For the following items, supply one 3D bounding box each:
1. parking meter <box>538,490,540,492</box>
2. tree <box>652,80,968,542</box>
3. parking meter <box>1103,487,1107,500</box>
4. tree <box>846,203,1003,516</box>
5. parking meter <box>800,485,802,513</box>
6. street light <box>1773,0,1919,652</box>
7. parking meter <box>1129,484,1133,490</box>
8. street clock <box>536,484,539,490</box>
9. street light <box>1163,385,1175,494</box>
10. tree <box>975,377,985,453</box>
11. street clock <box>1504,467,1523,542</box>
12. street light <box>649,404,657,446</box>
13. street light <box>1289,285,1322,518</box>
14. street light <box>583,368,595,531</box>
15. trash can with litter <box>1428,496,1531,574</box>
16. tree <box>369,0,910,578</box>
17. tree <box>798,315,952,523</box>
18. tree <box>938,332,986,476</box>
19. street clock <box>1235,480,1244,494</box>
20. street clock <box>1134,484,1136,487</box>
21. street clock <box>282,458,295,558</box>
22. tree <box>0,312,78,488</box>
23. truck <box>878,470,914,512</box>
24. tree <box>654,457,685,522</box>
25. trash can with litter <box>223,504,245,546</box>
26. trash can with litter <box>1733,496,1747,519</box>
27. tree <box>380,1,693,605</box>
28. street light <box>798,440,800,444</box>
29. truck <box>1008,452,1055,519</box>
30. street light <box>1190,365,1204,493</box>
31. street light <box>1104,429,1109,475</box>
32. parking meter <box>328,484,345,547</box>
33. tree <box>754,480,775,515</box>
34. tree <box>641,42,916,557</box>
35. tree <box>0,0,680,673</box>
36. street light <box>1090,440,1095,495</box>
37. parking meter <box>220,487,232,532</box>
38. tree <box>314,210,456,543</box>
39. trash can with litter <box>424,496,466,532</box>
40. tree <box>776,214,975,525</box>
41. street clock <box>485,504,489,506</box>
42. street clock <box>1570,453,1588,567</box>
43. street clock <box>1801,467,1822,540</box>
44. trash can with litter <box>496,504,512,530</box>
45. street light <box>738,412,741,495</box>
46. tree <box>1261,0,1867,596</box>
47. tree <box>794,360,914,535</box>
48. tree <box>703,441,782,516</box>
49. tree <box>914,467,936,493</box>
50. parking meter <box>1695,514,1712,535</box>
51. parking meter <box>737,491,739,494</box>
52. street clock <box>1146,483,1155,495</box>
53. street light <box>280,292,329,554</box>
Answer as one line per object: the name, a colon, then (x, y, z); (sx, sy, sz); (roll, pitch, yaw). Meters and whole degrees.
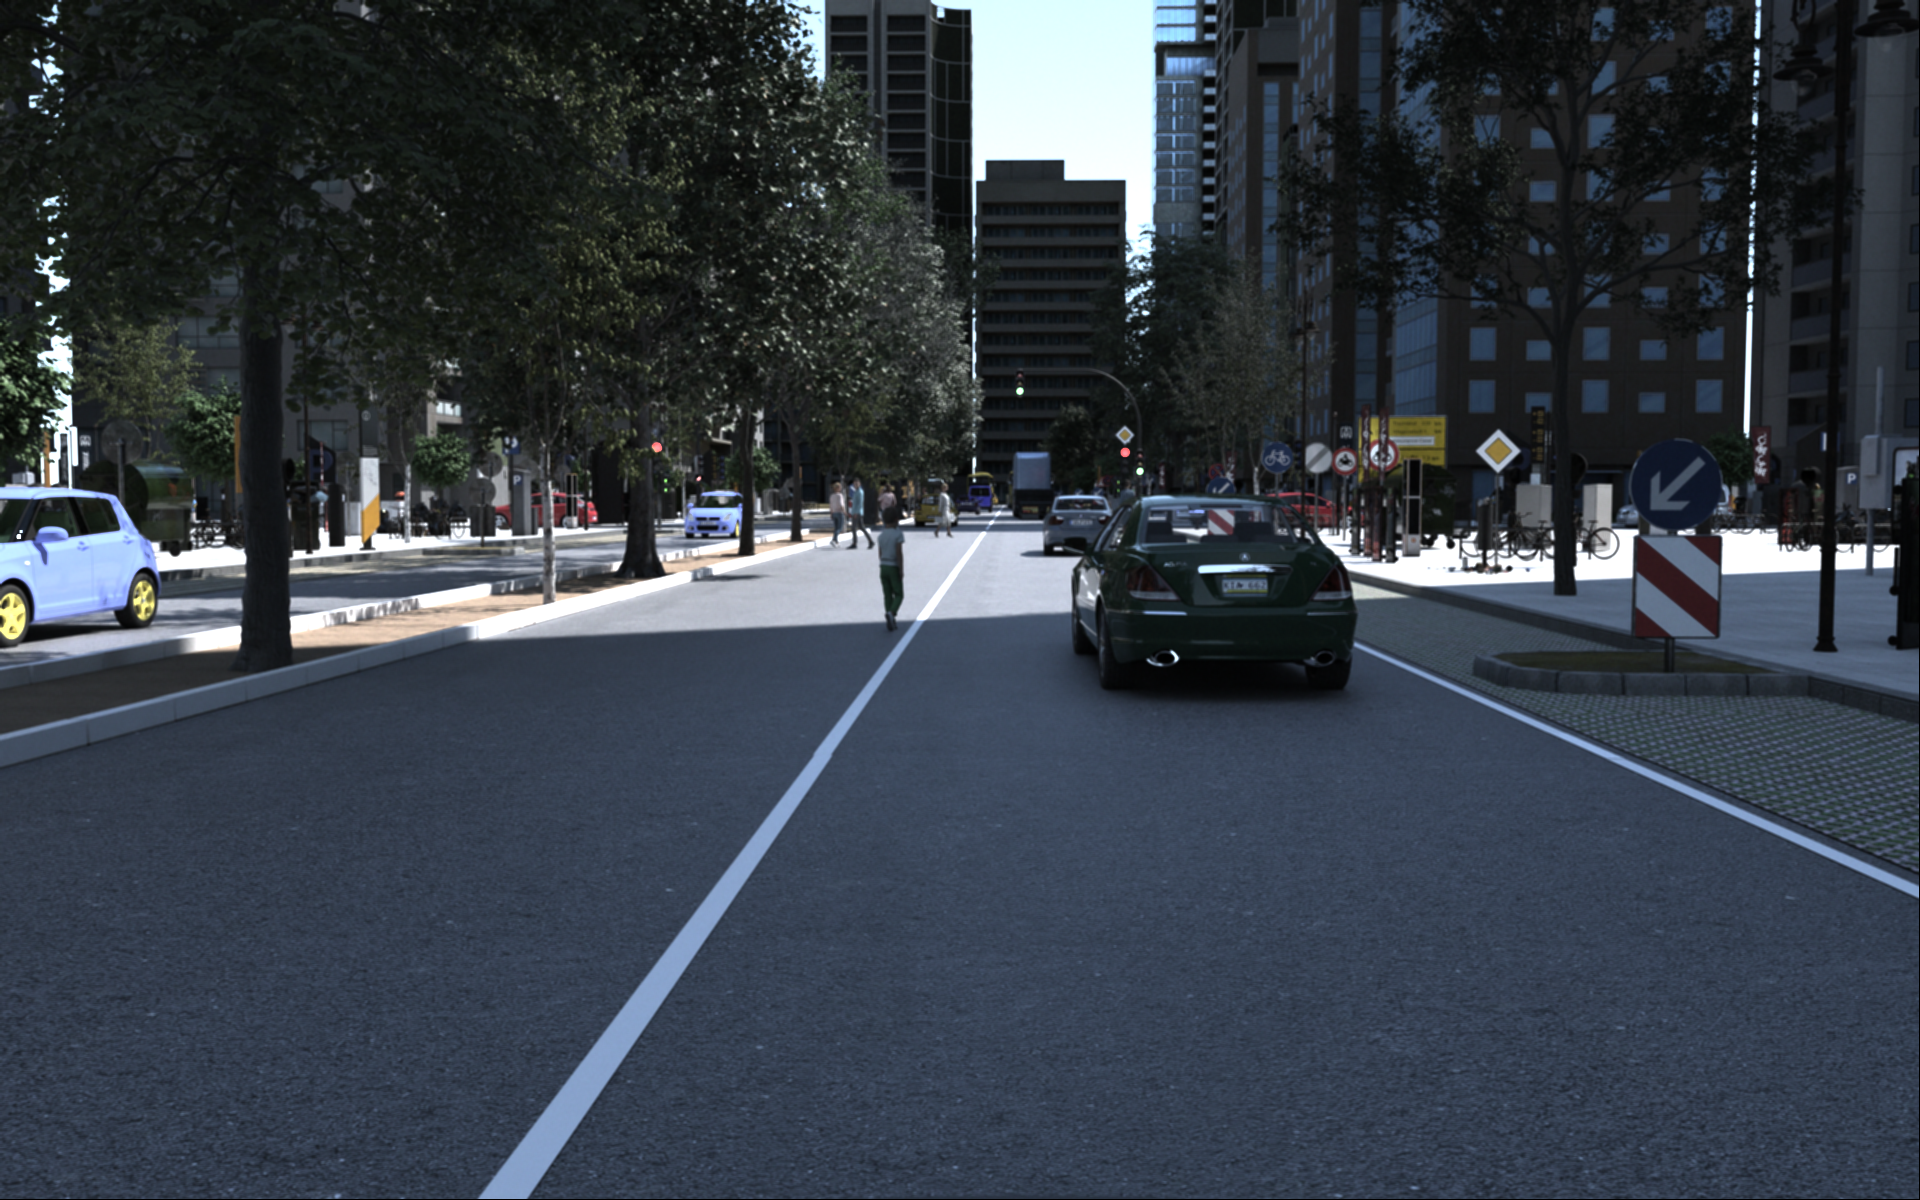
parking meter: (-23.568, -5.389, 96.519); (0.372, 1.533, 0.369); (0, 3, 0)
tree: (-4.850, -8.455, 51.062); (12.009, 13.543, 11.850); (0, 3, 0)
parking meter: (10.276, -7.188, 123.235); (0.399, 1.863, 0.255); (-2, 4, -27)
tree: (-4.003, -15.555, 112.669); (12.611, 20.169, 13.585); (0, 3, 0)
parking meter: (-10.944, -6.832, 117.410); (0.399, 1.863, 0.255); (0, 4, 6)
street light: (7.065, -2.518, 13.959); (0.468, 5.910, 1.993); (0, 4, 2)
parking meter: (9.813, -5.783, 100.271); (0.399, 1.863, 0.255); (3, 5, 39)
street clock: (-26.639, -6.382, 108.908); (0.358, 2.002, 0.471); (0, 4, 4)
street light: (8.833, -6.148, 73.308); (0.468, 5.910, 1.993); (0, 4, 2)
tree: (-2.603, -13.254, 125.822); (9.857, 13.997, 8.962); (0, 3, 0)
street clock: (14.889, -2.574, 46.659); (0.471, 2.002, 0.358); (-2, 4, -28)
street light: (-12.802, -6.054, 71.765); (0.468, 5.910, 1.993); (0, 4, 2)
street light: (7.662, -4.023, 38.559); (0.468, 5.910, 1.993); (0, 4, 2)
street light: (-13.158, -5.382, 60.790); (0.468, 5.910, 1.993); (0, 4, 2)
trash can with litter: (8.568, -1.076, 28.654); (1.678, 1.210, 2.233); (1, 4, 18)
tree: (-5.469, -6.731, 29.520); (9.611, 12.733, 9.660); (0, 3, 0)
tree: (-4.257, -10.066, 85.171); (7.486, 12.596, 7.792); (0, 3, 0)
tree: (-3.412, -10.728, 94.864); (9.611, 12.733, 9.660); (0, 3, 0)
street clock: (14.682, -5.302, 91.263); (0.471, 2.002, 0.358); (2, 4, 34)
street clock: (12.767, -7.389, 125.386); (0.471, 2.002, 0.358); (0, 4, -1)
street clock: (-13.502, -1.841, 34.676); (0.358, 2.002, 0.471); (0, 4, 2)
tree: (-15.281, -2.617, 26.499); (4.285, 4.588, 4.351); (0, 3, 0)
truck: (-5.132, -8.812, 140.003); (3.469, 3.379, 9.791); (0, 4, 1)
tree: (-13.665, -5.187, 79.401); (1.663, 3.219, 1.824); (0, 3, 0)
trash can with litter: (-17.953, -1.963, 43.490); (0.624, 1.170, 1.055); (1, 4, 18)
trash can with litter: (40.155, -4.755, 89.138); (0.624, 1.170, 1.055); (2, 4, 29)
tree: (-5.249, -4.218, 21.790); (4.737, 8.622, 4.395); (0, 3, 0)
street light: (-11.355, -9.012, 120.130); (0.468, 5.910, 1.993); (0, 4, 2)
truck: (4.628, -7.084, 105.587); (2.967, 4.110, 18.799); (0, 4, 0)
street light: (8.568, -5.480, 62.381); (0.468, 5.910, 1.993); (0, 4, 2)
street light: (10.294, -9.063, 120.962); (0.468, 5.910, 1.993); (0, 4, 2)
parking meter: (-15.186, -2.066, 42.190); (0.372, 1.533, 0.369); (0, 3, 0)
tree: (-12.687, -7.004, 109.124); (1.663, 3.219, 1.824); (0, 3, 0)
tree: (-4.801, -6.800, 39.388); (9.928, 11.665, 9.643); (0, 3, 0)
tree: (-5.721, -5.719, 14.090); (7.486, 12.596, 7.792); (0, 3, 0)
street light: (11.025, -10.520, 144.789); (0.468, 5.910, 1.993); (0, 4, 2)
parking meter: (-24.791, -3.063, 58.490); (0.372, 1.533, 0.369); (0, 3, 0)
tree: (-14.503, -5.789, 45.018); (4.360, 8.622, 3.978); (0, 3, 0)
trash can with litter: (-18.215, -2.980, 59.786); (1.678, 1.210, 2.233); (-3, 5, -42)
tree: (-4.060, -10.229, 76.363); (9.857, 13.997, 8.962); (0, 3, 0)
street clock: (-24.139, -5.127, 88.391); (0.358, 2.002, 0.471); (3, 5, 44)
street clock: (10.822, -1.594, 30.633); (0.471, 2.002, 0.358); (2, 4, 28)
street clock: (22.699, -2.549, 46.242); (0.358, 2.002, 0.471); (-2, 4, -25)
trash can with litter: (-15.951, -3.080, 61.751); (1.055, 1.170, 0.624); (-3, 5, -42)
street light: (-12.170, -7.537, 96.025); (0.468, 5.910, 1.993); (0, 4, 2)
tree: (7.346, -5.339, 21.706); (7.601, 10.594, 8.767); (0, 4, 0)
tree: (-4.031, -6.563, 60.131); (4.737, 8.622, 4.395); (0, 3, 0)
tree: (-12.122, -7.203, 101.478); (4.285, 4.588, 4.351); (0, 3, 0)
tree: (-3.049, -9.261, 104.231); (4.737, 8.622, 4.395); (0, 3, 0)
parking meter: (18.629, -2.139, 43.378); (0.372, 1.533, 0.369); (0, 3, 0)
parking meter: (-17.757, -7.896, 137.515); (0.372, 1.533, 0.369); (0, 3, 0)
street clock: (10.946, -5.798, 99.369); (0.471, 2.002, 0.358); (2, 4, 35)
street light: (-13.884, -3.914, 36.780); (0.468, 5.910, 1.993); (0, 4, 2)
